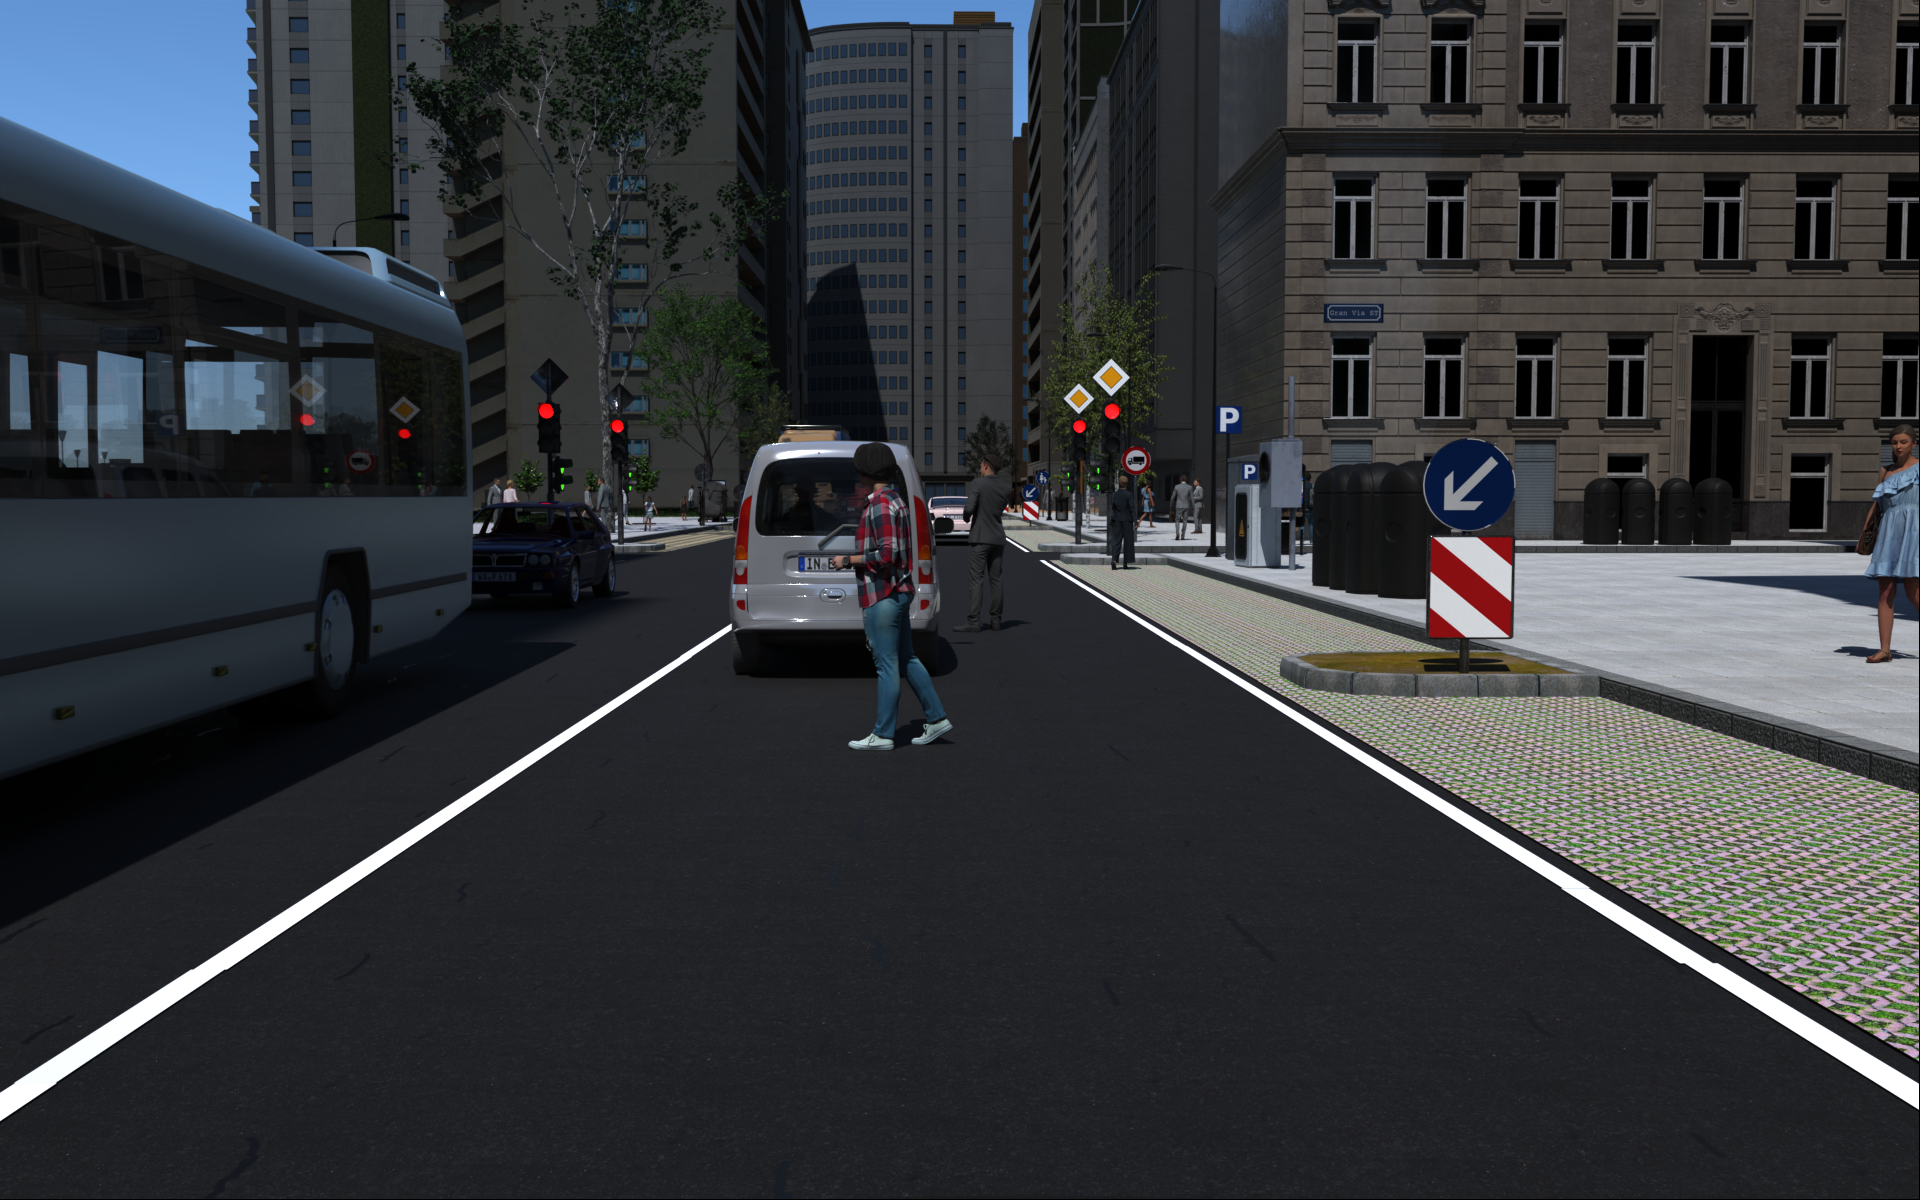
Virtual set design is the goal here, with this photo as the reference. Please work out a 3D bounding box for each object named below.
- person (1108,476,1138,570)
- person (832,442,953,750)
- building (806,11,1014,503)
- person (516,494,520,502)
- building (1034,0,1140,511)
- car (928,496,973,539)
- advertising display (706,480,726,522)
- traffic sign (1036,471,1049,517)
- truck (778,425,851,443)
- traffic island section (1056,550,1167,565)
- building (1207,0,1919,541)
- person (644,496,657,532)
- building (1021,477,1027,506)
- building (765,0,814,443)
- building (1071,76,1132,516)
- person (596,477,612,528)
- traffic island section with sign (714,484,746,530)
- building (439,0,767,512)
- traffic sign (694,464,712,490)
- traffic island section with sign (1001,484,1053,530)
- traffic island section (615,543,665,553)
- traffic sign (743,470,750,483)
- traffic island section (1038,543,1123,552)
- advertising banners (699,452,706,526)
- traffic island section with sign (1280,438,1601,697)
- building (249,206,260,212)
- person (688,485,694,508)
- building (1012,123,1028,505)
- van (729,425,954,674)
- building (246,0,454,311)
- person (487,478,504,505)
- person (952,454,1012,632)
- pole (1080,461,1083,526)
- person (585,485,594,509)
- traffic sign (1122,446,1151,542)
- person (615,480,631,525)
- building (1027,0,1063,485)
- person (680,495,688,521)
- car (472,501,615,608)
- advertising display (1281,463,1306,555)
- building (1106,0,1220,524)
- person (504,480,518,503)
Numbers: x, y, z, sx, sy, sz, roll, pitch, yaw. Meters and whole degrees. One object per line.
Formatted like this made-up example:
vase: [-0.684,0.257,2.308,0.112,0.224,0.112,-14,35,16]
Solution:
person: [3.070,-1.444,32.526,0.576,1.772,0.534,1,4,11]
person: [-0.380,-0.024,9.729,0.643,1.720,0.563,0,4,8]
building: [-7.917,-41.196,215.561,28.212,58.520,21.231,0,4,-1]
person: [-17.531,-3.544,68.262,0.475,1.303,0.640,-1,4,-14]
building: [16.674,-42.536,133.720,20.563,71.187,20.611,0,4,-1]
car: [-0.237,-2.298,49.941,2.083,1.381,4.827,0,4,-2]
advertising display: [-11.309,-4.583,80.140,0.974,1.923,0.123,-2,4,-26]
traffic sign: [4.600,-5.854,95.820,0.768,2.556,0.104,0,4,1]
truck: [-6.066,-5.111,72.473,2.839,4.237,11.283,0,4,-1]
traffic island section: [3.148,-0.844,36.083,2.009,0.180,2.903,0,4,-1]
building: [20.849,-15.618,52.614,25.104,27.353,12.463,0,4,-1]
person: [-10.616,-2.959,59.430,0.505,1.210,0.382,0,4,4]
building: [22.703,-29.796,179.045,32.217,40.220,23.993,0,4,-1]
building: [-29.572,-35.937,176.816,27.495,52.752,28.713,0,4,-1]
building: [13.793,-17.755,108.313,12.078,24.808,19.932,0,4,-1]
person: [-11.230,-2.961,54.559,0.391,1.810,0.635,0,4,5]
traffic island section with sign: [-8.664,-3.684,68.864,1.989,1.847,2.006,0,4,-1]
building: [-26.156,-30.917,129.196,21.300,48.544,21.600,0,4,-1]
traffic sign: [-10.726,-4.418,72.348,0.768,2.556,0.104,0,4,6]
traffic island section with sign: [2.664,-3.686,68.897,1.989,1.847,2.006,0,4,-1]
traffic island section: [-8.612,-1.322,43.897,2.009,0.180,2.903,0,4,-1]
traffic sign: [-11.188,-5.644,92.389,0.768,2.556,0.104,0,4,3]
traffic island section: [3.028,-1.332,44.067,2.009,0.180,2.903,0,4,-1]
advertising banners: [-10.506,-4.565,70.833,0.090,3.025,2.074,0,4,-1]
traffic island section with sign: [3.502,-0.273,13.086,1.989,1.847,2.006,0,4,-1]
building: [-73.483,-32.317,220.261,23.993,40.220,32.217,0,4,-1]
person: [-16.704,-6.200,107.260,0.795,1.843,0.661,-1,4,-22]
building: [13.348,-34.380,212.229,14.200,45.320,14.600,0,4,-1]
van: [-1.038,-0.499,15.165,2.013,2.044,4.112,0,4,-2]
building: [-57.521,-39.053,180.518,28.212,58.520,21.231,0,4,-1]
person: [-15.216,-3.112,57.041,0.853,1.813,0.709,2,4,29]
person: [0.215,-0.603,18.166,0.655,1.846,0.447,-3,5,-40]
pole: [4.856,-4.660,70.041,0.158,3.312,0.155,0,3,0]
person: [-18.066,-4.723,84.020,0.466,1.731,0.760,2,4,24]
traffic sign: [4.666,-2.804,45.956,0.768,2.556,0.104,0,4,1]
person: [-13.904,-3.993,71.201,0.818,1.842,0.514,0,4,-7]
building: [17.280,-32.525,155.489,21.300,48.544,21.600,0,4,-1]
person: [-13.311,-4.458,83.594,0.362,1.253,0.373,1,4,12]
car: [-5.710,-0.636,22.976,1.945,1.354,3.894,0,4,-1]
advertising display: [6.781,-1.912,36.475,0.974,1.923,0.123,1,4,23]
building: [15.383,-17.851,85.367,14.314,27.812,24.014,0,4,-1]
person: [-14.307,-2.969,55.255,0.731,1.740,0.598,1,4,13]
